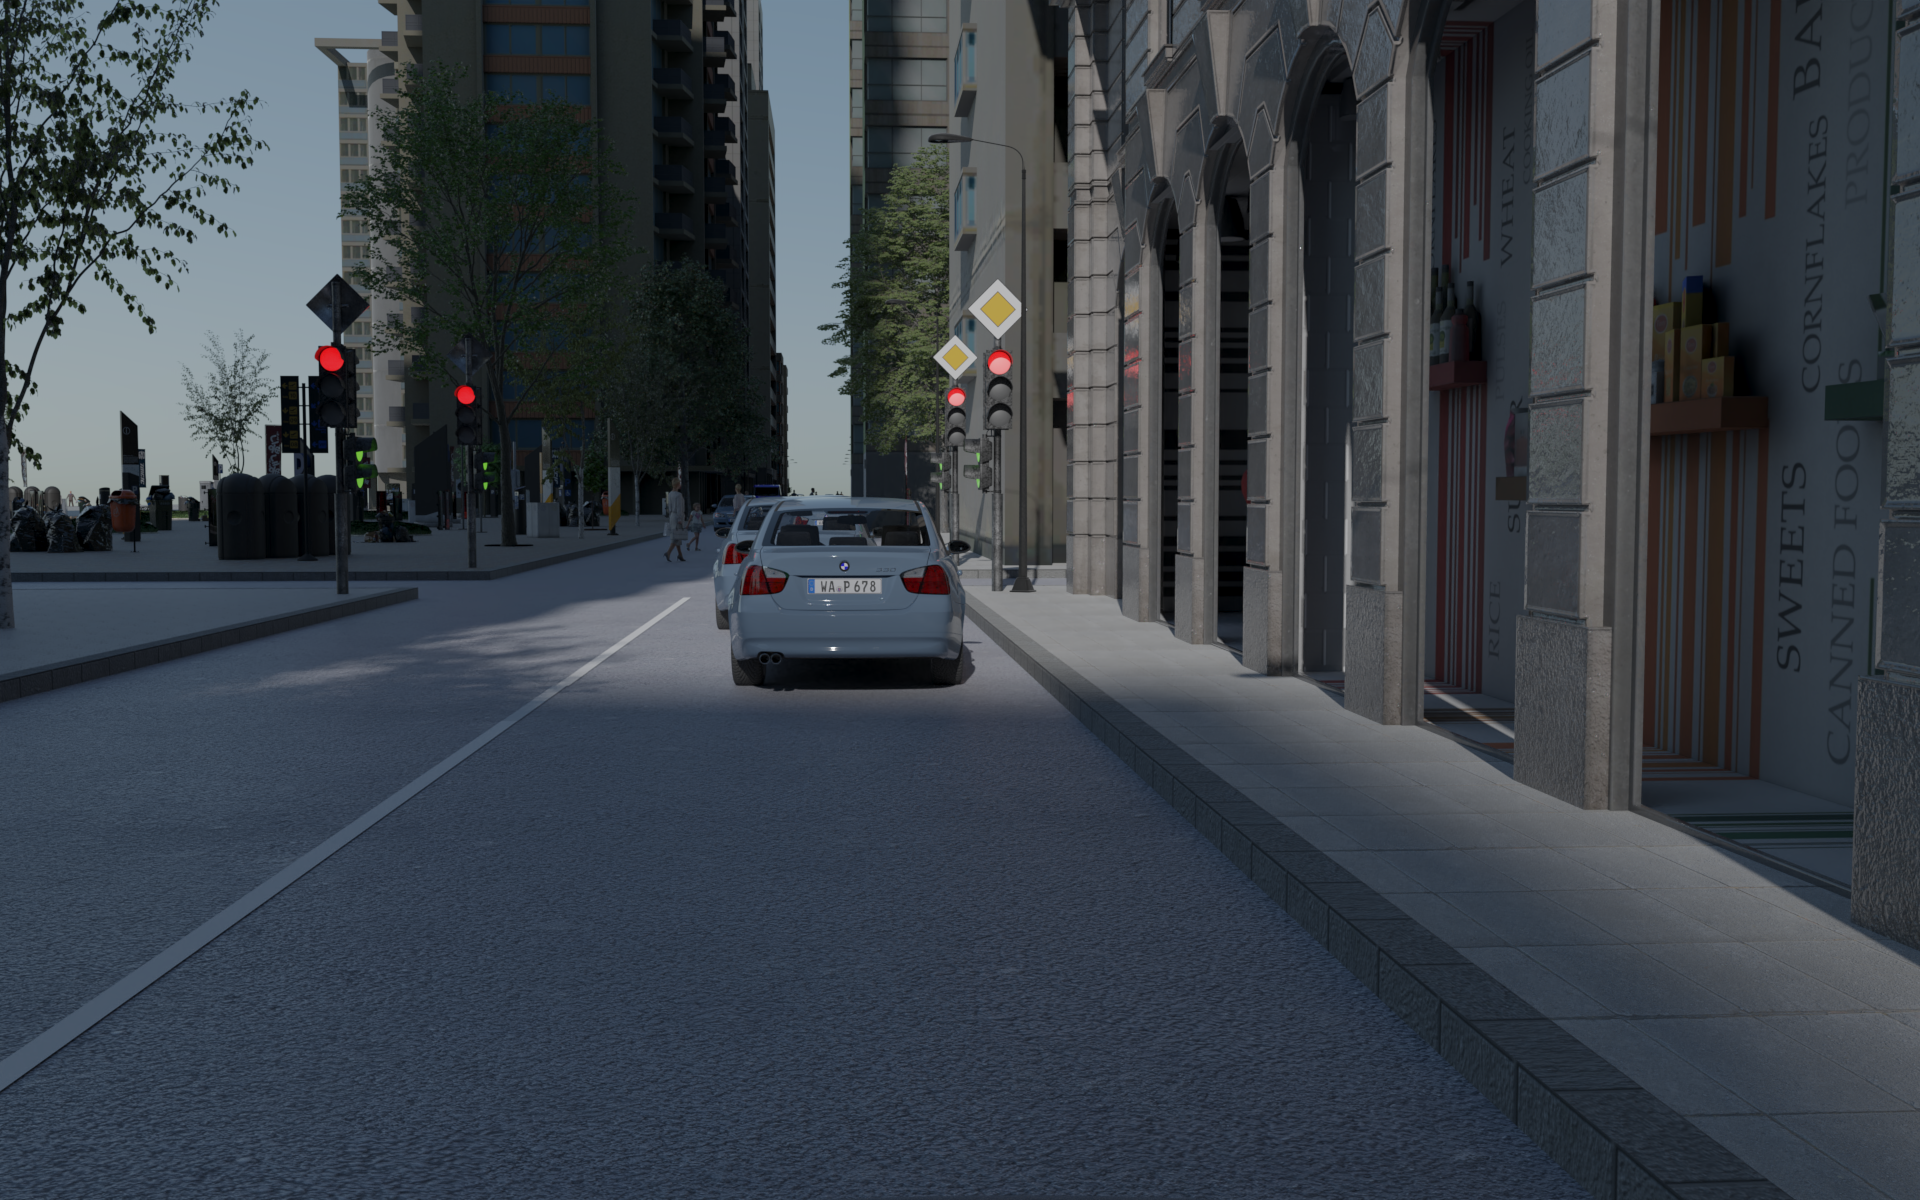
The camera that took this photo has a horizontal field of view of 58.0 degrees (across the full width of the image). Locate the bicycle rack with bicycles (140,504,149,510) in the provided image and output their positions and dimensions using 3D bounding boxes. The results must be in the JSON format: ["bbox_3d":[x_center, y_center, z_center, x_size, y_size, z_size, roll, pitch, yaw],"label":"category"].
[{"bbox_3d":[-43.795,-4.893,93.378,2.925,0.926,2.852,1,4,9],"label":"bicycle rack with bicycles"}]

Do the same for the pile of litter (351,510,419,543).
[{"bbox_3d":[-15.337,-1.965,46.098,1.719,0.858,1.176,-1,4,-10],"label":"pile of litter"}]

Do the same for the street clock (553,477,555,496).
[{"bbox_3d":[-17.419,-4.228,73.690,0.358,2.002,0.471,1,4,8],"label":"street clock"}]

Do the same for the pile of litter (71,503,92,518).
[{"bbox_3d":[-43.933,-4.448,86.694,1.176,0.858,1.719,-2,4,-32],"label":"pile of litter"}]

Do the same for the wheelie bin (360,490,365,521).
[{"bbox_3d":[-27.466,-4.332,78.732,0.693,1.594,0.980,-3,5,-44],"label":"wheelie bin"}]

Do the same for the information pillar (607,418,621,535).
[{"bbox_3d":[-10.769,-3.824,53.881,0.183,3.616,0.504,2,4,28],"label":"information pillar"}]

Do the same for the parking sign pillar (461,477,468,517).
[{"bbox_3d":[-22.536,-5.322,75.490,1.447,3.967,1.447,0,4,1],"label":"parking sign pillar"}]

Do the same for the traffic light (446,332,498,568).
[{"bbox_3d":[-8.492,-2.519,30.101,0.839,4.253,0.868,0,4,-4],"label":"traffic light"}]

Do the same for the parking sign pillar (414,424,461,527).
[{"bbox_3d":[-20.466,-4.817,67.224,1.447,3.967,1.447,0,4,6],"label":"parking sign pillar"}]

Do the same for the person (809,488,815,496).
[{"bbox_3d":[-8.424,-5.483,98.418,0.850,1.792,0.678,0,4,3],"label":"person"}]

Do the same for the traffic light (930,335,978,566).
[{"bbox_3d":[-0.103,-2.557,30.721,0.839,4.253,0.868,0,4,-4],"label":"traffic light"}]

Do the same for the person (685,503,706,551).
[{"bbox_3d":[-6.674,-1.854,43.821,0.382,1.210,0.505,3,4,39],"label":"person"}]

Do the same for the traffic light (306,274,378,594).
[{"bbox_3d":[-7.916,-2.032,22.136,0.839,4.253,0.868,0,4,-4],"label":"traffic light"}]

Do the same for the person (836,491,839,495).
[{"bbox_3d":[-17.588,-14.690,248.309,1.348,1.869,0.705,-3,5,-43],"label":"person"}]

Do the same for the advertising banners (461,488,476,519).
[{"bbox_3d":[-25.240,-5.634,88.307,2.074,3.025,0.090,1,4,14],"label":"advertising banners"}]

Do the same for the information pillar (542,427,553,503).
[{"bbox_3d":[-14.434,-4.235,60.590,0.504,3.616,0.183,3,5,42],"label":"information pillar"}]

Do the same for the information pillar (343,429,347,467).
[{"bbox_3d":[-21.969,-4.295,61.573,0.183,3.616,0.504,1,4,17],"label":"information pillar"}]

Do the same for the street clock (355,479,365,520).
[{"bbox_3d":[-23.875,-3.930,68.820,0.471,2.002,0.358,3,4,37],"label":"street clock"}]

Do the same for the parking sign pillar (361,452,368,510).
[{"bbox_3d":[-35.506,-6.997,102.872,1.447,3.967,1.447,-1,4,-10],"label":"parking sign pillar"}]

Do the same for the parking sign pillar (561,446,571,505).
[{"bbox_3d":[-22.081,-6.604,96.443,1.447,3.967,1.447,-2,4,-33],"label":"parking sign pillar"}]

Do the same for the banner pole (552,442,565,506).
[{"bbox_3d":[-19.137,-5.663,82.615,0.863,3.779,0.401,0,4,7],"label":"banner pole"}]

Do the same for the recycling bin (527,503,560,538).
[{"bbox_3d":[-12.318,-2.362,51.180,0.722,1.027,0.722,-3,5,-42],"label":"recycling bin"}]

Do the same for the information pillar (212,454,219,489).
[{"bbox_3d":[-43.672,-6.745,101.640,0.183,3.616,0.504,1,4,14],"label":"information pillar"}]

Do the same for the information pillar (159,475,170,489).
[{"bbox_3d":[-30.669,-3.810,66.790,0.304,2.012,0.304,-3,4,-39],"label":"information pillar"}]

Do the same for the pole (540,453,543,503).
[{"bbox_3d":[-20.520,-5.580,85.083,0.158,3.312,0.155,0,3,0],"label":"pole"}]

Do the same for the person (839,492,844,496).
[{"bbox_3d":[-15.516,-13.323,226.863,0.617,1.759,0.750,1,4,9],"label":"person"}]

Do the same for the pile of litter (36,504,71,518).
[{"bbox_3d":[-41.573,-3.944,78.450,1.719,0.858,1.176,0,4,1],"label":"pile of litter"}]

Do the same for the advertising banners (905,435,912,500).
[{"bbox_3d":[-1.503,-3.312,50.346,0.090,3.025,2.074,0,4,-5],"label":"advertising banners"}]

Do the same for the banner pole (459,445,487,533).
[{"bbox_3d":[-16.161,-4.141,57.715,0.863,3.779,0.401,2,4,28],"label":"banner pole"}]

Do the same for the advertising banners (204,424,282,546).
[{"bbox_3d":[-17.753,-2.867,43.067,0.090,3.025,2.074,3,5,44],"label":"advertising banners"}]

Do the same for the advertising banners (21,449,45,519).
[{"bbox_3d":[-35.839,-4.328,66.946,2.074,3.025,0.090,3,5,41],"label":"advertising banners"}]

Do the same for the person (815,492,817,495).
[{"bbox_3d":[-17.567,-12.456,212.879,0.721,1.743,1.217,1,4,18],"label":"person"}]

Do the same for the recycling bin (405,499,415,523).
[{"bbox_3d":[-21.630,-3.468,69.258,0.722,1.027,0.722,0,4,-8],"label":"recycling bin"}]

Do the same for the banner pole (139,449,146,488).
[{"bbox_3d":[-39.799,-5.752,84.068,0.401,3.779,0.863,1,4,18],"label":"banner pole"}]

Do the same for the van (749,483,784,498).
[{"bbox_3d":[-12.435,-6.563,111.693,2.240,2.365,5.245,0,4,-5],"label":"van"}]

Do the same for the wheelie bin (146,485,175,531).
[{"bbox_3d":[-28.154,-3.253,61.091,0.693,1.594,0.980,3,5,41],"label":"wheelie bin"}]

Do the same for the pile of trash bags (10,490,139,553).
[{"bbox_3d":[-19.563,-1.760,38.526,3.447,1.369,1.912,2,4,25],"label":"pile of trash bags"}]

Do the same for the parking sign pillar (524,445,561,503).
[{"bbox_3d":[-20.937,-5.968,86.042,1.447,3.967,1.447,1,4,12],"label":"parking sign pillar"}]

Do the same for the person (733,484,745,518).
[{"bbox_3d":[-6.665,-2.712,53.505,0.598,1.740,0.731,1,4,11],"label":"person"}]

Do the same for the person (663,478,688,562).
[{"bbox_3d":[-6.053,-1.702,36.677,0.624,1.780,0.694,-2,4,-30],"label":"person"}]

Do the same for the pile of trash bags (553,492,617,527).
[{"bbox_3d":[-14.774,-3.575,68.212,3.447,1.369,1.912,2,4,35],"label":"pile of trash bags"}]

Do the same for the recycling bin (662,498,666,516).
[{"bbox_3d":[-17.207,-5.528,102.942,0.722,1.027,0.722,1,4,19],"label":"recycling bin"}]

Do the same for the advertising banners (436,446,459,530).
[{"bbox_3d":[-18.483,-4.045,62.319,0.090,3.025,2.074,0,4,1],"label":"advertising banners"}]

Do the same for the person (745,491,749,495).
[{"bbox_3d":[-12.791,-5.718,103.803,0.330,1.601,0.589,0,3,0],"label":"person"}]

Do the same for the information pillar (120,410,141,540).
[{"bbox_3d":[-23.379,-3.512,48.777,0.183,3.616,0.504,3,4,36],"label":"information pillar"}]

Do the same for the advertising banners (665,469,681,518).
[{"bbox_3d":[-15.425,-5.939,93.295,0.090,3.025,2.074,-2,4,-35],"label":"advertising banners"}]

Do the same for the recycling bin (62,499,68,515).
[{"bbox_3d":[-50.488,-5.171,97.098,0.722,1.027,0.722,-1,4,-18],"label":"recycling bin"}]

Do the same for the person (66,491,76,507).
[{"bbox_3d":[-92.848,-10.509,180.874,0.990,1.755,0.434,0,4,-4],"label":"person"}]

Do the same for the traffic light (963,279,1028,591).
[{"bbox_3d":[0.473,-2.069,22.757,0.839,4.253,0.868,0,4,-4],"label":"traffic light"}]

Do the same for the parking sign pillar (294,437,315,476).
[{"bbox_3d":[-30.993,-5.715,81.914,1.447,3.967,1.447,3,5,44],"label":"parking sign pillar"}]

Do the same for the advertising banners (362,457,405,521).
[{"bbox_3d":[-27.540,-5.280,82.513,2.074,3.025,0.090,-2,4,-35],"label":"advertising banners"}]

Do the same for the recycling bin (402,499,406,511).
[{"bbox_3d":[-30.847,-5.099,95.927,0.722,1.027,0.722,-1,4,-8],"label":"recycling bin"}]

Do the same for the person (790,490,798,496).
[{"bbox_3d":[-14.682,-8.865,153.426,1.348,1.826,0.705,1,4,13],"label":"person"}]
